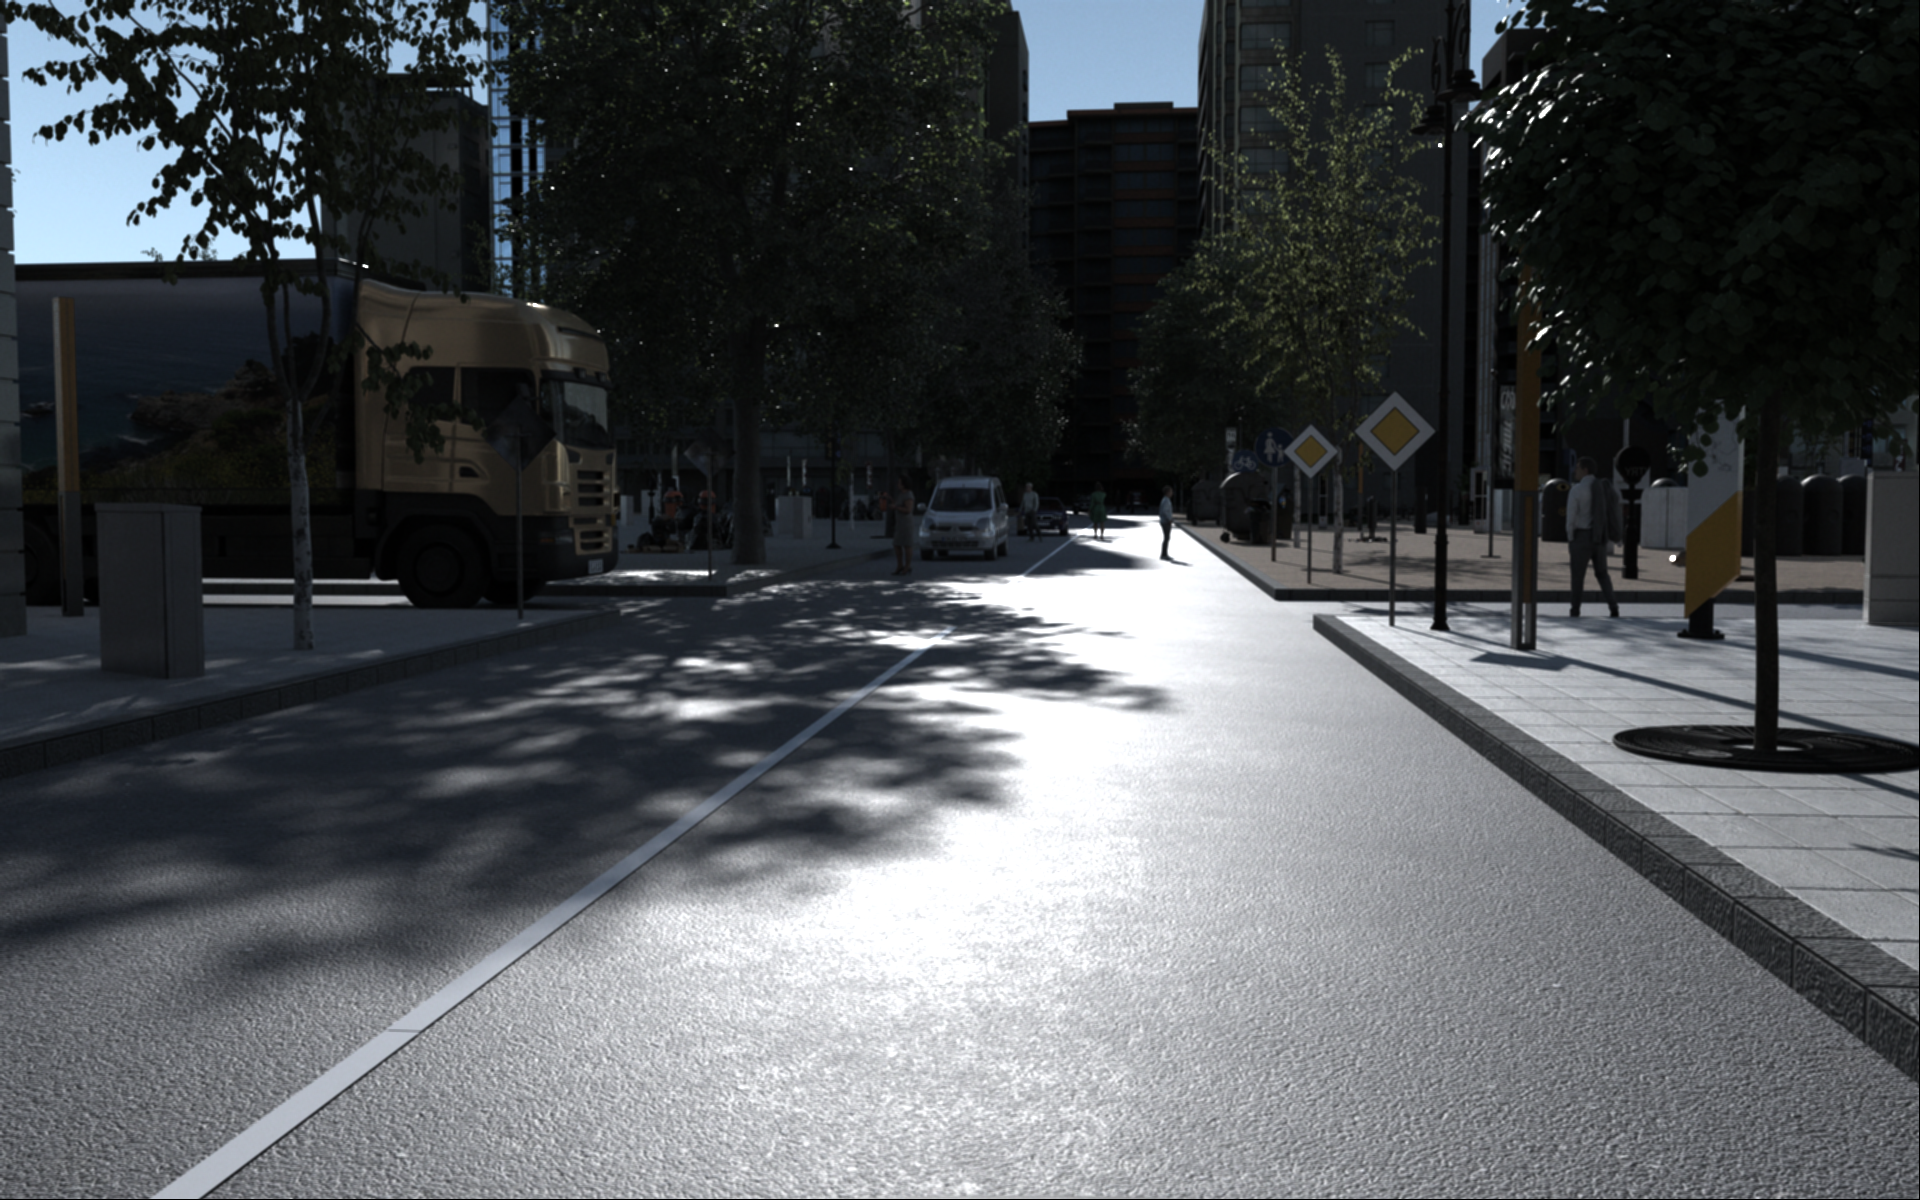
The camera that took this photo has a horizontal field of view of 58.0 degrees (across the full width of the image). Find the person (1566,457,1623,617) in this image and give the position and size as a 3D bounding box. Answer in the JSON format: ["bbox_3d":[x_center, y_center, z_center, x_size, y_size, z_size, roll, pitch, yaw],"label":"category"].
[{"bbox_3d":[6.860,-0.620,18.742,0.679,1.850,0.850,-1,4,-16],"label":"person"}]

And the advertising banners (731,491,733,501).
[{"bbox_3d":[-9.470,-4.725,73.443,0.090,3.025,2.074,0,4,4],"label":"advertising banners"}]

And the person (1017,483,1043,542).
[{"bbox_3d":[2.065,-2.617,51.767,0.782,1.767,0.515,3,5,40],"label":"person"}]

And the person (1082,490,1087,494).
[{"bbox_3d":[11.401,-9.199,158.931,1.348,1.821,0.705,-1,4,-19],"label":"person"}]

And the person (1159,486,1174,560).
[{"bbox_3d":[4.499,-1.674,37.686,0.330,1.601,0.589,1,4,8],"label":"person"}]

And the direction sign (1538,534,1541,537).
[{"bbox_3d":[17.215,-3.658,51.804,0.379,3.537,0.876,1,4,11],"label":"direction sign"}]

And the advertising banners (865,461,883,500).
[{"bbox_3d":[-4.303,-5.896,92.580,2.074,3.025,0.090,-3,5,-44],"label":"advertising banners"}]

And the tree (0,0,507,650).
[{"bbox_3d":[-5.404,-3.882,13.837,4.737,8.622,4.395,0,3,0],"label":"tree"}]

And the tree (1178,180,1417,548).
[{"bbox_3d":[8.246,-5.546,41.035,4.737,8.622,4.395,0,3,0],"label":"tree"}]

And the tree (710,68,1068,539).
[{"bbox_3d":[-1.991,-8.533,49.877,12.009,13.543,11.850,0,3,0],"label":"tree"}]

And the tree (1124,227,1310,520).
[{"bbox_3d":[12.646,-10.865,84.294,9.857,13.997,8.962,0,3,0],"label":"tree"}]

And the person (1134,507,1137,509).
[{"bbox_3d":[16.735,-9.540,165.214,1.217,1.736,0.721,1,4,10],"label":"person"}]

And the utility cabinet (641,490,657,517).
[{"bbox_3d":[-17.205,-5.382,96.668,1.173,1.500,0.318,2,4,24],"label":"utility cabinet"}]

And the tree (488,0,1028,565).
[{"bbox_3d":[-3.782,-7.631,31.427,9.857,13.997,8.962,0,3,0],"label":"tree"}]

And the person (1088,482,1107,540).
[{"bbox_3d":[4.320,-2.772,54.073,0.600,1.795,0.529,-1,4,-14],"label":"person"}]

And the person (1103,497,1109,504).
[{"bbox_3d":[12.534,-8.587,152.156,1.065,1.426,0.557,0,4,-6],"label":"person"}]

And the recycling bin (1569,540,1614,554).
[{"bbox_3d":[13.576,-1.509,37.227,0.722,1.027,0.722,0,4,-5],"label":"recycling bin"}]

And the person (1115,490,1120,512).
[{"bbox_3d":[12.273,-7.696,134.874,0.434,1.755,0.990,0,4,-3],"label":"person"}]

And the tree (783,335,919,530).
[{"bbox_3d":[-4.077,-6.766,60.986,4.737,8.622,4.395,0,3,0],"label":"tree"}]

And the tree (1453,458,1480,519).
[{"bbox_3d":[26.909,-5.880,90.744,1.663,3.219,1.824,0,3,0],"label":"tree"}]

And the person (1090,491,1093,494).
[{"bbox_3d":[12.810,-9.836,170.113,0.721,1.735,1.217,2,4,25],"label":"person"}]

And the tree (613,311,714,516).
[{"bbox_3d":[-11.035,-6.923,63.558,4.360,8.622,3.978,0,3,0],"label":"tree"}]

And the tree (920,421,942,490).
[{"bbox_3d":[-0.886,-8.916,96.138,4.737,8.622,4.395,0,3,0],"label":"tree"}]

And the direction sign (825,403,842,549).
[{"bbox_3d":[-2.984,-2.983,40.769,0.379,3.537,0.876,1,4,18],"label":"direction sign"}]

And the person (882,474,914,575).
[{"bbox_3d":[-1.102,-1.332,30.643,0.532,1.782,0.716,-1,4,-20],"label":"person"}]

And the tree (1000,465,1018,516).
[{"bbox_3d":[2.583,-6.603,102.564,1.663,3.219,1.824,0,3,0],"label":"tree"}]

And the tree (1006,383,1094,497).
[{"bbox_3d":[6.989,-12.238,134.502,7.601,10.594,8.767,1,4,10],"label":"tree"}]

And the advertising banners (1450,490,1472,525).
[{"bbox_3d":[20.027,-4.583,71.113,2.074,3.025,0.090,-1,4,-9],"label":"advertising banners"}]

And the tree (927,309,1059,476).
[{"bbox_3d":[1.184,-9.701,84.363,9.928,11.665,9.643,0,3,0],"label":"tree"}]

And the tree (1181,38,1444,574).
[{"bbox_3d":[5.891,-4.722,27.573,4.360,8.622,3.978,0,3,0],"label":"tree"}]

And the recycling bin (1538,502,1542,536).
[{"bbox_3d":[17.930,-2.525,53.830,0.722,1.027,0.722,3,5,43],"label":"recycling bin"}]

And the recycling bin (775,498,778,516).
[{"bbox_3d":[-10.146,-5.328,99.672,0.722,1.027,0.722,-3,5,-40],"label":"recycling bin"}]

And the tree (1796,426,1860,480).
[{"bbox_3d":[39.205,-7.878,79.173,4.737,8.622,4.395,0,3,0],"label":"tree"}]

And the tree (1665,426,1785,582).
[{"bbox_3d":[11.641,-1.915,25.918,1.663,3.219,1.824,0,3,0],"label":"tree"}]

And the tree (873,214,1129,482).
[{"bbox_3d":[0.444,-9.402,70.723,9.611,12.733,9.660,0,3,0],"label":"tree"}]

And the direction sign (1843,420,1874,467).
[{"bbox_3d":[26.438,-3.612,51.051,0.379,3.537,0.876,-2,4,-33],"label":"direction sign"}]

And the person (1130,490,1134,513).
[{"bbox_3d":[12.704,-7.257,128.073,0.530,1.710,0.541,2,4,33],"label":"person"}]

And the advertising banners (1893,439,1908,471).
[{"bbox_3d":[29.548,-3.638,55.663,0.090,3.025,2.074,-1,4,-18],"label":"advertising banners"}]

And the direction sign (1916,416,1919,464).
[{"bbox_3d":[25.161,-3.232,44.837,0.379,3.537,0.876,-2,4,-24],"label":"direction sign"}]

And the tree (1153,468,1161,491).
[{"bbox_3d":[16.801,-9.148,133.281,4.285,4.588,4.351,0,3,0],"label":"tree"}]

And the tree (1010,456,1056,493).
[{"bbox_3d":[4.920,-8.122,116.504,4.285,4.588,4.351,0,3,0],"label":"tree"}]

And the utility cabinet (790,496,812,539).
[{"bbox_3d":[-4.526,-2.372,49.949,0.306,1.237,1.020,1,4,10],"label":"utility cabinet"}]

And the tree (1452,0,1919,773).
[{"bbox_3d":[4.094,-1.522,8.602,4.285,4.588,4.351,0,3,0],"label":"tree"}]

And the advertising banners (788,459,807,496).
[{"bbox_3d":[-8.178,-5.571,87.273,0.090,3.025,2.074,-2,4,-32],"label":"advertising banners"}]

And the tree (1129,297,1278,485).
[{"bbox_3d":[13.719,-11.092,98.368,9.611,12.733,9.660,0,3,0],"label":"tree"}]
